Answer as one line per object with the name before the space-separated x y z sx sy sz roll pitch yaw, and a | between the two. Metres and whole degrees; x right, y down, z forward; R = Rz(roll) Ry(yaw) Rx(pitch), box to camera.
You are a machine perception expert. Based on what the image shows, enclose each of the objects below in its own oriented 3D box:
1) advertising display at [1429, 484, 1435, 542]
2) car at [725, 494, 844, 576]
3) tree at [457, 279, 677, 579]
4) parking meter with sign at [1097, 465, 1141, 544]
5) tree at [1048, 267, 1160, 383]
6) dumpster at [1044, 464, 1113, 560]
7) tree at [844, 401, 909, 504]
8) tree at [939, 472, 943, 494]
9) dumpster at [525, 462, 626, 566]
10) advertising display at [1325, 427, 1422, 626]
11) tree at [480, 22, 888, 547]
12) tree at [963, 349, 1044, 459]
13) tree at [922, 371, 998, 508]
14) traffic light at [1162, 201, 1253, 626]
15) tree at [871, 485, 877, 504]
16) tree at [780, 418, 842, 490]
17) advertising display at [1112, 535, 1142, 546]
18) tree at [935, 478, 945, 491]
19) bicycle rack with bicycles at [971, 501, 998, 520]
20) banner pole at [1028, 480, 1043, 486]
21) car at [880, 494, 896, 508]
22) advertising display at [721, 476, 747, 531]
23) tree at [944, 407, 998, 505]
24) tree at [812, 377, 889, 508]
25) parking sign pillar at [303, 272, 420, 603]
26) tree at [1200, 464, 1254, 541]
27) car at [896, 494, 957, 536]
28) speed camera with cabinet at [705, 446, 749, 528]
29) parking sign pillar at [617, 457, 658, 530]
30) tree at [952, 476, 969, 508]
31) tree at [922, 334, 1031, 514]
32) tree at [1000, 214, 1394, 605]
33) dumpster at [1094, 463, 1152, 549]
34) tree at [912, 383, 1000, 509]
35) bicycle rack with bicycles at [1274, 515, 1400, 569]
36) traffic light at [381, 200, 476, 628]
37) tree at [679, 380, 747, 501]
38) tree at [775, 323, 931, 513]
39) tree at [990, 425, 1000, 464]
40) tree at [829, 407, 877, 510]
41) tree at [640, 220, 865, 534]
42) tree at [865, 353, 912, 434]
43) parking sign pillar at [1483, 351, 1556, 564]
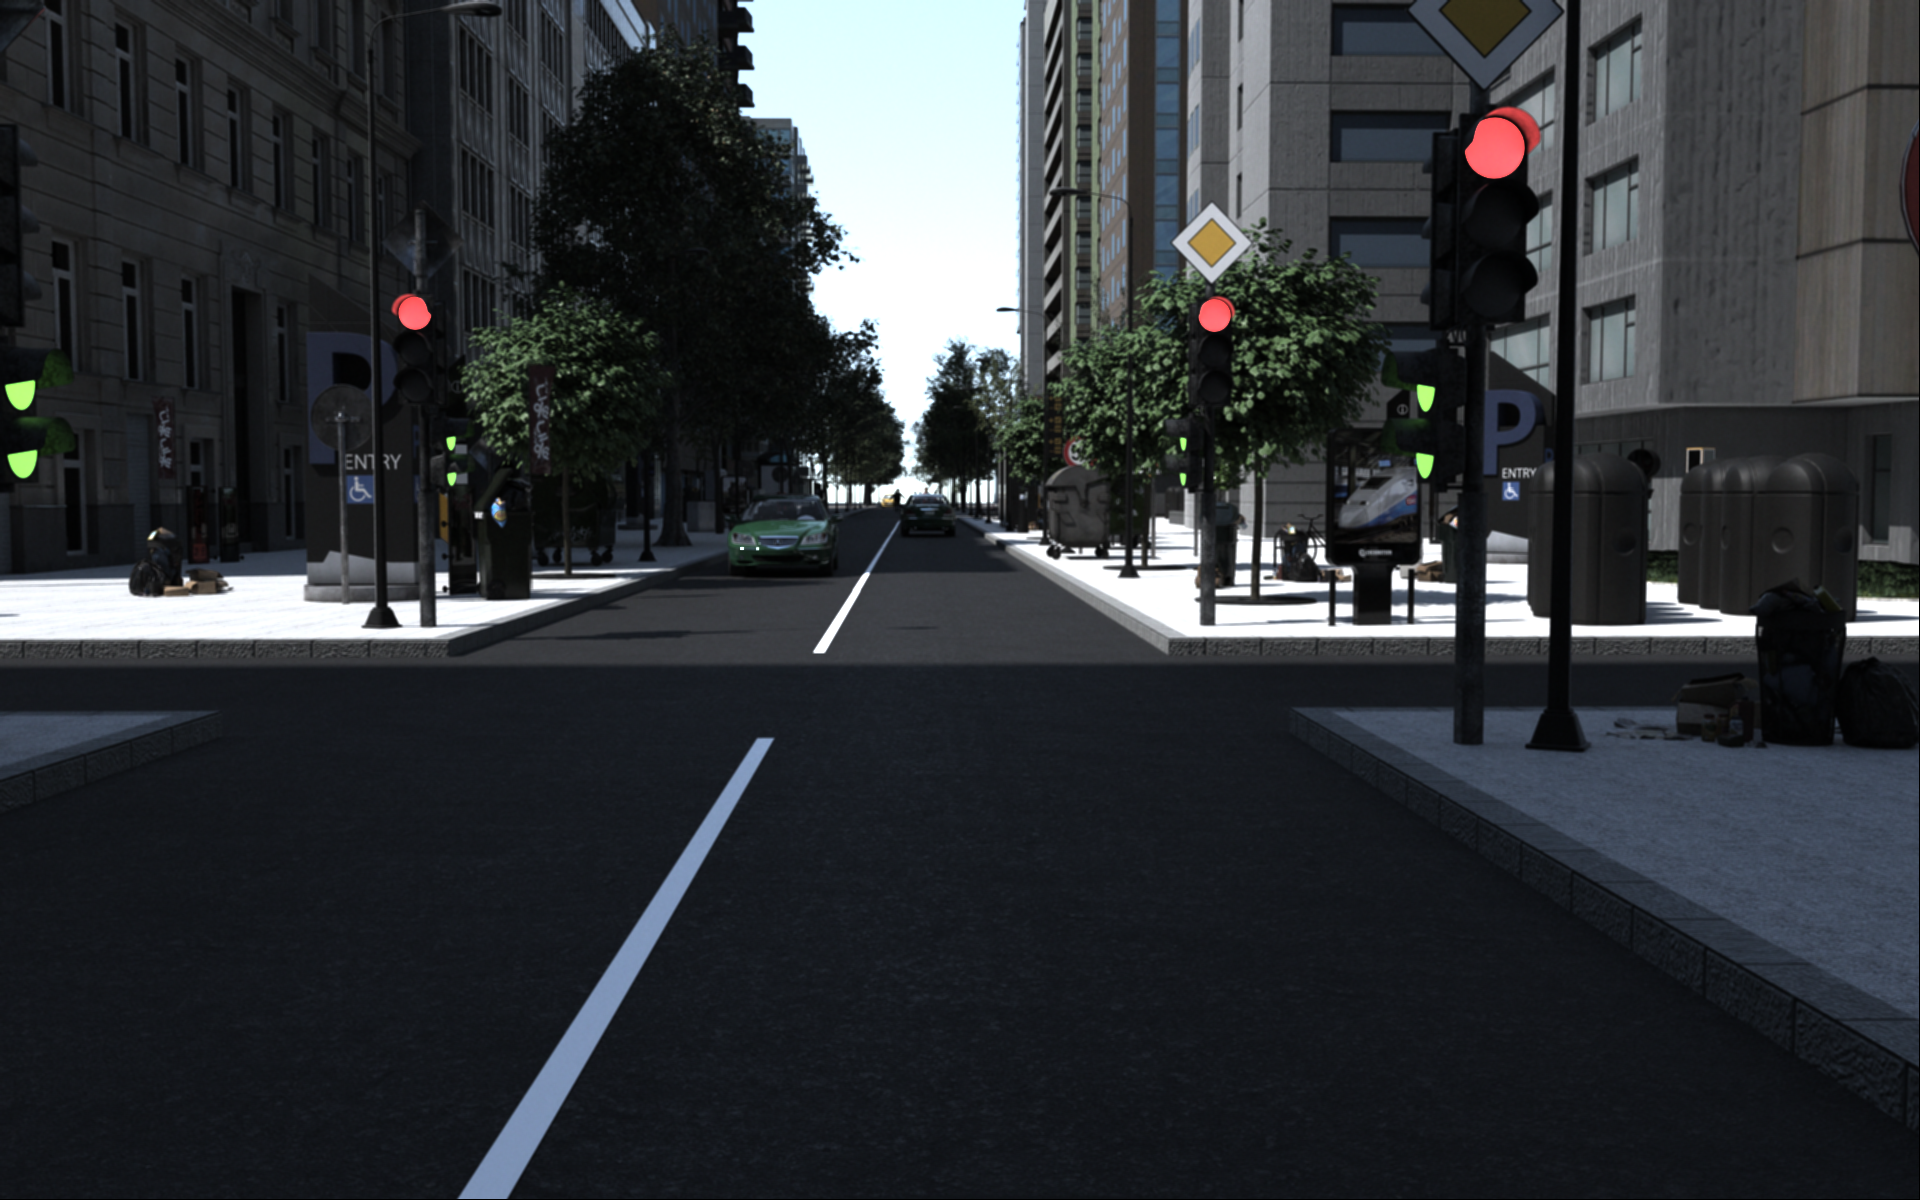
advertising display | 12.819 -2.558 47.038 0.123 1.923 0.974 1 4 17
car | -3.182 -1.219 31.731 2.131 1.459 4.920 0 4 -2
tree | -5.983 -2.626 26.655 4.285 4.588 4.351 0 3 0
parking meter with sign | 4.111 -2.994 45.214 0.543 3.016 1.738 -2 4 -32
tree | 4.951 -6.413 55.219 4.360 8.622 3.978 0 3 0
dumpster | 2.377 -1.762 34.573 1.264 1.857 1.865 0 4 -1
tree | -11.240 -18.977 216.932 9.857 13.997 8.962 0 3 0
tree | -2.648 -19.415 227.806 12.009 13.543 11.850 0 3 0
dumpster | -6.970 -1.770 31.437 1.502 2.255 1.985 0 4 -1
advertising display | 4.036 -0.715 16.911 0.974 1.923 0.123 -1 4 -15
tree | -7.038 -7.683 42.629 9.611 12.733 9.660 0 3 0
tree | 2.381 -8.445 88.446 4.737 8.622 4.395 0 3 0
tree | -0.029 -14.696 158.408 7.486 12.596 7.792 0 3 0
traffic light | 2.398 -1.705 16.792 0.839 4.253 0.868 0 4 -1
tree | -12.290 -14.753 235.811 1.663 3.219 1.824 0 3 0
tree | -8.360 -9.072 98.686 4.737 8.622 4.395 0 3 0
advertising display | 4.160 -2.307 42.939 0.974 1.923 0.123 -2 4 -26
tree | -2.446 -17.808 241.515 4.360 8.622 3.978 0 3 0
bicycle rack with bicycles | 2.252 -4.461 86.323 2.925 0.926 2.852 1 4 17
banner pole | 2.867 -4.452 62.802 0.863 3.779 0.401 -1 4 -13
car | -7.161 -10.260 177.974 2.015 1.641 3.980 0 4 -1
advertising display | -7.940 -3.405 60.892 0.974 1.923 0.123 -2 4 -32
tree | -0.479 -15.786 175.101 9.611 12.733 9.660 0 3 0
tree | -10.538 -15.065 164.436 7.486 12.596 7.792 0 3 0
parking sign pillar | -7.246 -1.992 21.038 1.447 3.967 1.447 0 4 -1
tree | 7.099 -3.213 47.140 1.663 3.219 1.824 0 3 0
car | -1.131 -2.946 59.969 2.131 1.459 4.920 0 4 -3
speed camera with cabinet | -8.791 -4.344 65.361 0.660 3.252 2.038 2 4 29
parking sign pillar | -11.647 -4.526 62.471 1.447 3.967 1.447 1 4 9
tree | 0.245 -10.437 165.243 1.663 3.219 1.824 0 3 0
tree | 1.066 -11.457 113.070 9.928 11.665 9.643 0 3 0
tree | 3.457 -2.250 20.494 4.285 4.588 4.351 0 3 0
dumpster | 3.770 -2.339 40.730 1.502 2.255 1.985 0 4 -1
tree | 0.118 -12.829 144.160 8.767 10.594 7.601 -1 4 -20
bicycle rack with bicycles | 6.965 -1.032 30.251 2.925 0.926 2.852 -3 5 -41
traffic light | -5.111 -1.692 16.586 0.839 4.253 0.868 0 4 -1
tree | -12.262 -8.091 82.648 4.737 8.622 4.395 0 3 0
tree | -9.250 -12.720 118.347 12.009 13.543 11.850 0 3 0
tree | 3.103 -2.805 29.578 4.285 4.588 4.351 0 3 0
tree | -8.671 -11.361 136.117 4.360 8.622 3.978 0 3 0
tree | -7.764 -7.446 56.157 8.767 10.594 7.601 0 4 0
tree | -6.989 -8.459 72.724 8.767 10.594 7.601 0 4 6
parking sign pillar | 10.357 -2.675 32.207 1.447 3.967 1.447 -3 5 -42
